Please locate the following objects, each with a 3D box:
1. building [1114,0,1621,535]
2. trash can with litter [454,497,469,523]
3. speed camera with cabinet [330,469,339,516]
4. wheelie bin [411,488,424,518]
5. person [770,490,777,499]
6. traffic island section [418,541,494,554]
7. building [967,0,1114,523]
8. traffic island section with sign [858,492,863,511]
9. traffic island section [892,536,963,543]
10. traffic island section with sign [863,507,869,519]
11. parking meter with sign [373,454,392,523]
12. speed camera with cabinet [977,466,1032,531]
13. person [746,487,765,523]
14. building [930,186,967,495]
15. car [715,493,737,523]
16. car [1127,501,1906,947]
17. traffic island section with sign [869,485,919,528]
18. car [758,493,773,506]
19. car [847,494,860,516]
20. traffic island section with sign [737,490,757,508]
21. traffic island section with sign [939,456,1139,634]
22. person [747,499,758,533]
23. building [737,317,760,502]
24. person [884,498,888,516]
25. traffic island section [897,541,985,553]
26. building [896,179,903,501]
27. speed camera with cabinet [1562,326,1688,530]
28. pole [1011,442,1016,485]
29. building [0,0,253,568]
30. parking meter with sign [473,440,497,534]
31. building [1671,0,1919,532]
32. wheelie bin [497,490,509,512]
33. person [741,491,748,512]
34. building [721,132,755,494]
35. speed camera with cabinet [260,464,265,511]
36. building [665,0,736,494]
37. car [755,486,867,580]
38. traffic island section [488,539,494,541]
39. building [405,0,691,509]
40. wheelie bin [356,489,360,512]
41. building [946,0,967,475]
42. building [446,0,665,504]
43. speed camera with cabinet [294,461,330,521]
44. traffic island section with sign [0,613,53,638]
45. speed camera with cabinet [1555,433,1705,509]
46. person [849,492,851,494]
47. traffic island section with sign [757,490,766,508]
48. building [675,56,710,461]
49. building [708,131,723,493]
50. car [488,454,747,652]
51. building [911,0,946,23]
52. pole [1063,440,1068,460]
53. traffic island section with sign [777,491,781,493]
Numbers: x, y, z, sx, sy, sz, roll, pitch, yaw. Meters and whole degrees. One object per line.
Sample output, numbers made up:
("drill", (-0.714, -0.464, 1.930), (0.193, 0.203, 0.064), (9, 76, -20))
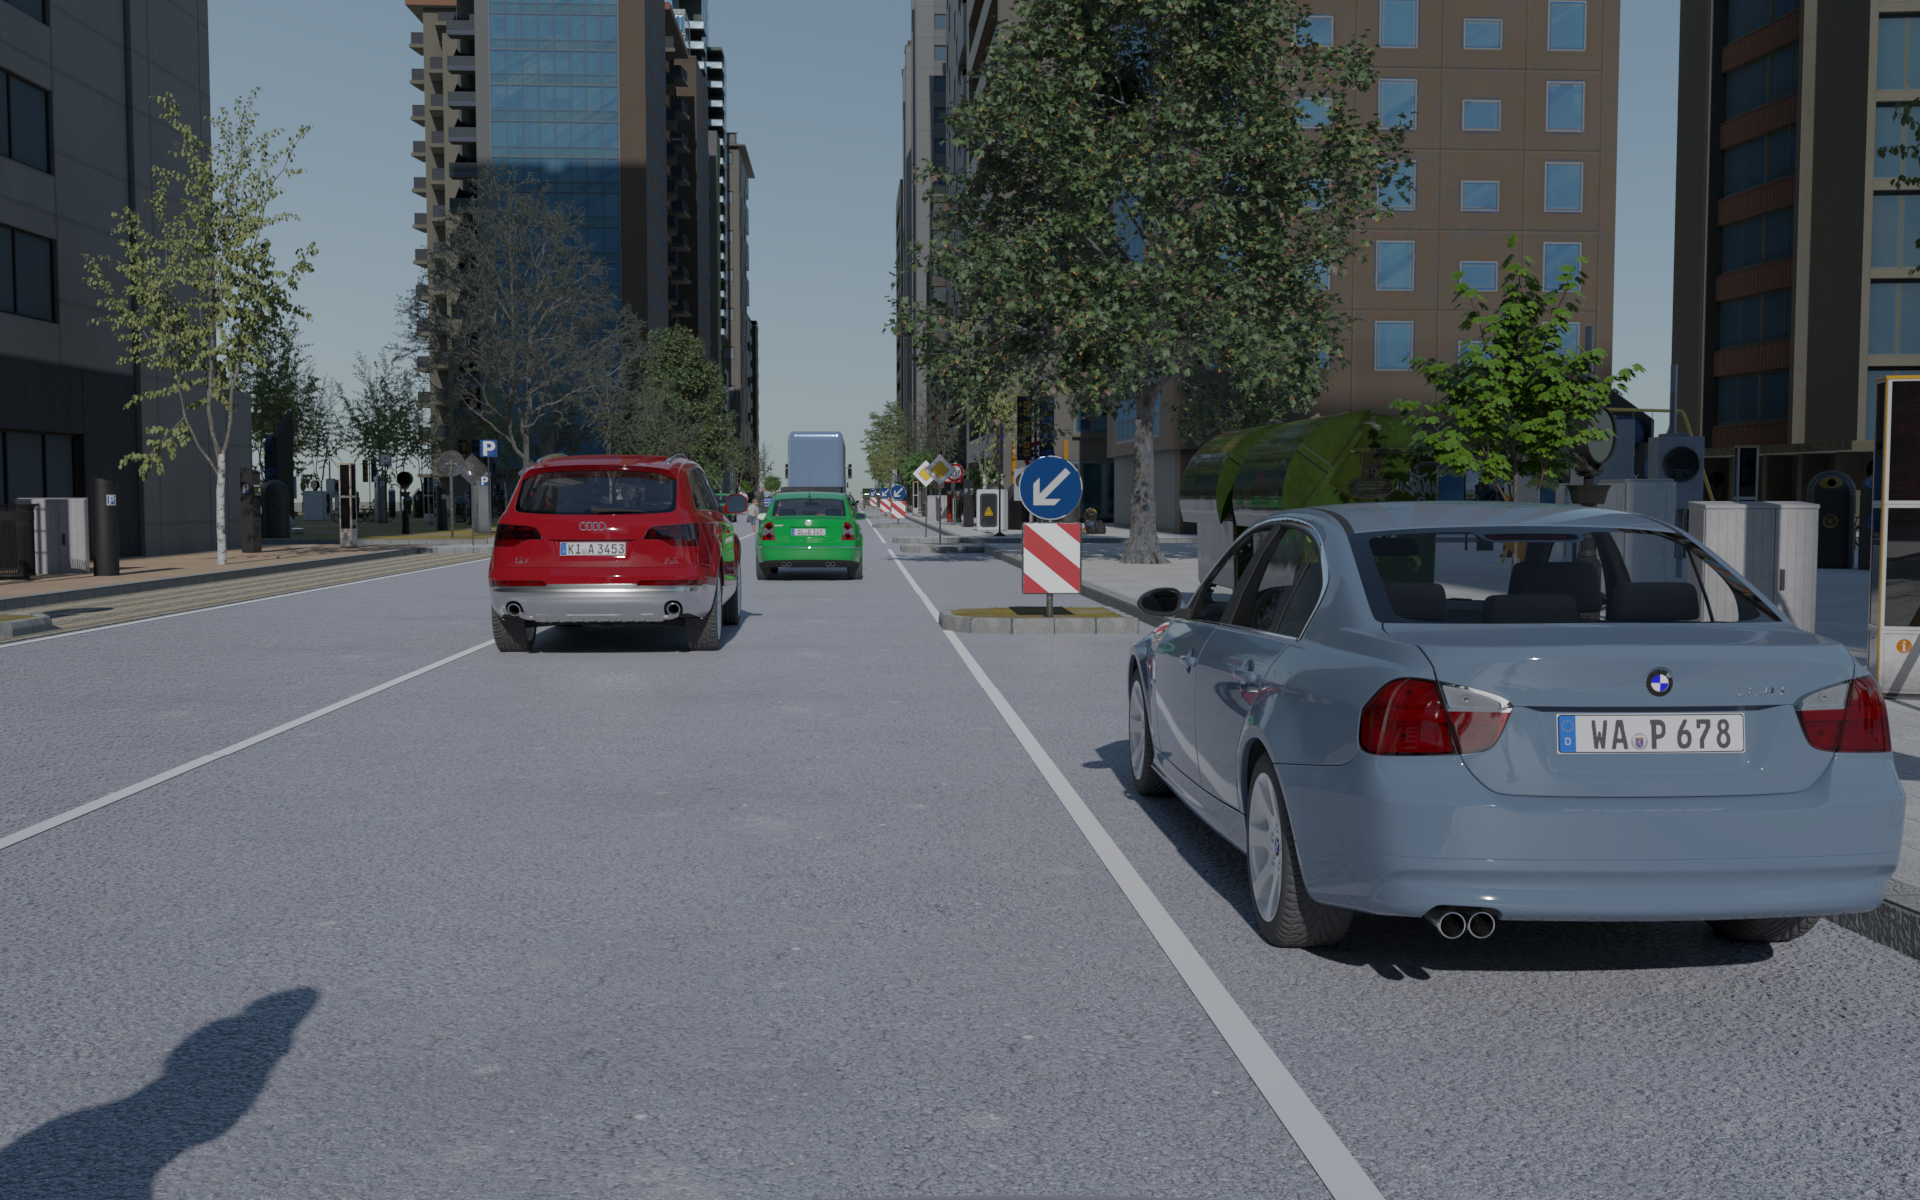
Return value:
("building", (13.236, -25.100, 60.494), (14.200, 45.320, 14.600), (0, 4, -4))
("trash can with litter", (-22.470, -4.080, 78.097), (0.624, 1.170, 1.055), (-1, 4, -14))
("speed camera with cabinet", (-37.510, -6.625, 102.657), (0.660, 3.252, 2.038), (0, 4, 8))
("wheelie bin", (-29.311, -5.251, 93.755), (0.693, 1.594, 0.980), (-2, 4, -28))
("person", (-18.885, -10.357, 177.801), (1.348, 1.831, 0.705), (-2, 4, -26))
("traffic island section", (-12.047, -1.255, 42.792), (2.009, 0.180, 2.903), (0, 4, -4))
("building", (11.671, -28.288, 86.217), (21.300, 48.544, 21.600), (0, 4, -4))
("traffic island section with sign", (-7.687, -8.722, 151.228), (1.989, 1.847, 2.006), (0, 4, -4))
("traffic island section", (-0.988, -1.787, 51.493), (2.009, 0.180, 2.903), (0, 4, -4))
("traffic island section with sign", (-4.486, -5.656, 101.095), (1.989, 1.847, 2.006), (0, 4, -4))
("parking meter with sign", (-25.532, -4.901, 76.386), (0.543, 3.016, 1.738), (-2, 4, -31))
("speed camera with cabinet", (1.620, -4.031, 60.241), (2.038, 3.252, 0.660), (1, 4, 19))
("person", (-10.159, -4.775, 86.793), (0.699, 1.804, 1.509), (3, 4, 37))
("building", (4.033, -24.051, 164.934), (14.160, 30.474, 14.107), (0, 4, -4))
("car", (-12.283, -4.831, 87.787), (1.959, 1.807, 4.718), (0, 4, -4))
("car", (1.768, 0.318, 6.800), (2.014, 1.417, 4.499), (0, 4, -3))
("traffic island section with sign", (-2.771, -4.010, 74.194), (1.989, 1.847, 2.006), (0, 4, -4))
("car", (-21.260, -11.004, 189.512), (1.945, 1.707, 3.694), (0, 4, -5))
("car", (-6.756, -5.299, 98.444), (2.131, 1.459, 4.920), (0, 4, -5))
("traffic island section with sign", (-18.925, -8.659, 150.205), (1.989, 1.847, 2.006), (0, 4, -4))
("traffic island section with sign", (0.783, -0.612, 18.638), (1.989, 1.847, 2.006), (0, 4, -4))
("person", (-7.521, -3.038, 62.859), (0.352, 1.250, 0.332), (-2, 4, -35))
("building", (-39.543, -30.900, 276.917), (14.160, 30.474, 14.107), (0, 4, -4))
("person", (-4.840, -6.152, 113.371), (0.425, 1.301, 0.394), (1, 4, 14))
("traffic island section", (-0.479, -1.299, 43.524), (2.009, 0.180, 2.903), (0, 4, -4))
("building", (1.618, -38.497, 253.132), (21.300, 48.544, 21.600), (0, 4, -4))
("speed camera with cabinet", (7.570, -1.559, 19.821), (0.660, 3.252, 2.038), (0, 4, 3))
("pole", (2.086, -4.497, 67.370), (0.158, 3.312, 0.155), (0, 3, 0))
("building", (-26.836, -36.147, 29.248), (20.611, 71.187, 20.563), (0, 4, -4))
("parking meter with sign", (-15.568, -3.684, 56.492), (0.543, 3.016, 1.738), (-2, 4, -29))
("building", (42.467, -25.172, 66.192), (28.867, 44.769, 22.147), (0, 4, -4))
("wheelie bin", (-32.839, -7.123, 124.366), (0.980, 1.594, 0.693), (-1, 4, -11))
("person", (-17.343, -7.946, 139.362), (0.756, 1.711, 0.436), (2, 4, 25))
("building", (-45.059, -40.718, 254.981), (28.713, 52.752, 27.495), (0, 4, -4))
("speed camera with cabinet", (-44.186, -7.077, 110.039), (0.660, 3.252, 2.038), (0, 4, 4))
("building", (-40.302, -55.774, 224.576), (22.319, 86.520, 31.000), (0, 4, -4))
("car", (-2.605, -1.314, 30.278), (1.959, 1.807, 4.718), (0, 4, -4))
("traffic island section", (-12.556, -1.742, 50.761), (2.009, 0.180, 2.903), (0, 4, -4))
("building", (-35.534, -30.456, 152.576), (22.147, 44.769, 28.867), (0, 4, -4))
("wheelie bin", (-41.107, -6.699, 117.438), (0.980, 1.594, 0.693), (3, 4, 37))
("building", (12.937, -33.931, 144.017), (28.713, 52.752, 27.495), (0, 4, -4))
("building", (-29.910, -29.435, 131.380), (14.600, 45.320, 14.200), (0, 4, -4))
("speed camera with cabinet", (-31.660, -5.451, 83.455), (2.038, 3.252, 0.660), (0, 4, -6))
("traffic island section with sign", (-10.445, -0.545, 17.533), (1.989, 1.847, 2.006), (0, 4, -4))
("speed camera with cabinet", (10.202, -1.962, 26.412), (2.038, 3.252, 0.660), (0, 4, 5))
("person", (-14.611, -13.421, 228.658), (1.217, 1.735, 0.721), (-3, 5, -42))
("traffic island section with sign", (-20.645, -10.306, 177.126), (1.989, 1.847, 2.006), (0, 4, -4))
("building", (-32.712, -32.059, 174.276), (14.600, 45.320, 14.200), (0, 4, -4))
("building", (-33.585, -30.914, 189.045), (14.154, 41.232, 14.086), (0, 4, -4))
("car", (-3.305, -0.528, 17.301), (2.281, 1.827, 5.304), (0, 4, -4))
("building", (5.296, -39.347, 185.322), (21.231, 58.520, 28.212), (0, 4, -4))
("pole", (3.985, -4.383, 65.505), (0.158, 3.312, 0.155), (0, 3, 0))
("traffic island section with sign", (-24.153, -13.668, 232.103), (1.989, 1.847, 2.006), (0, 4, -4))
